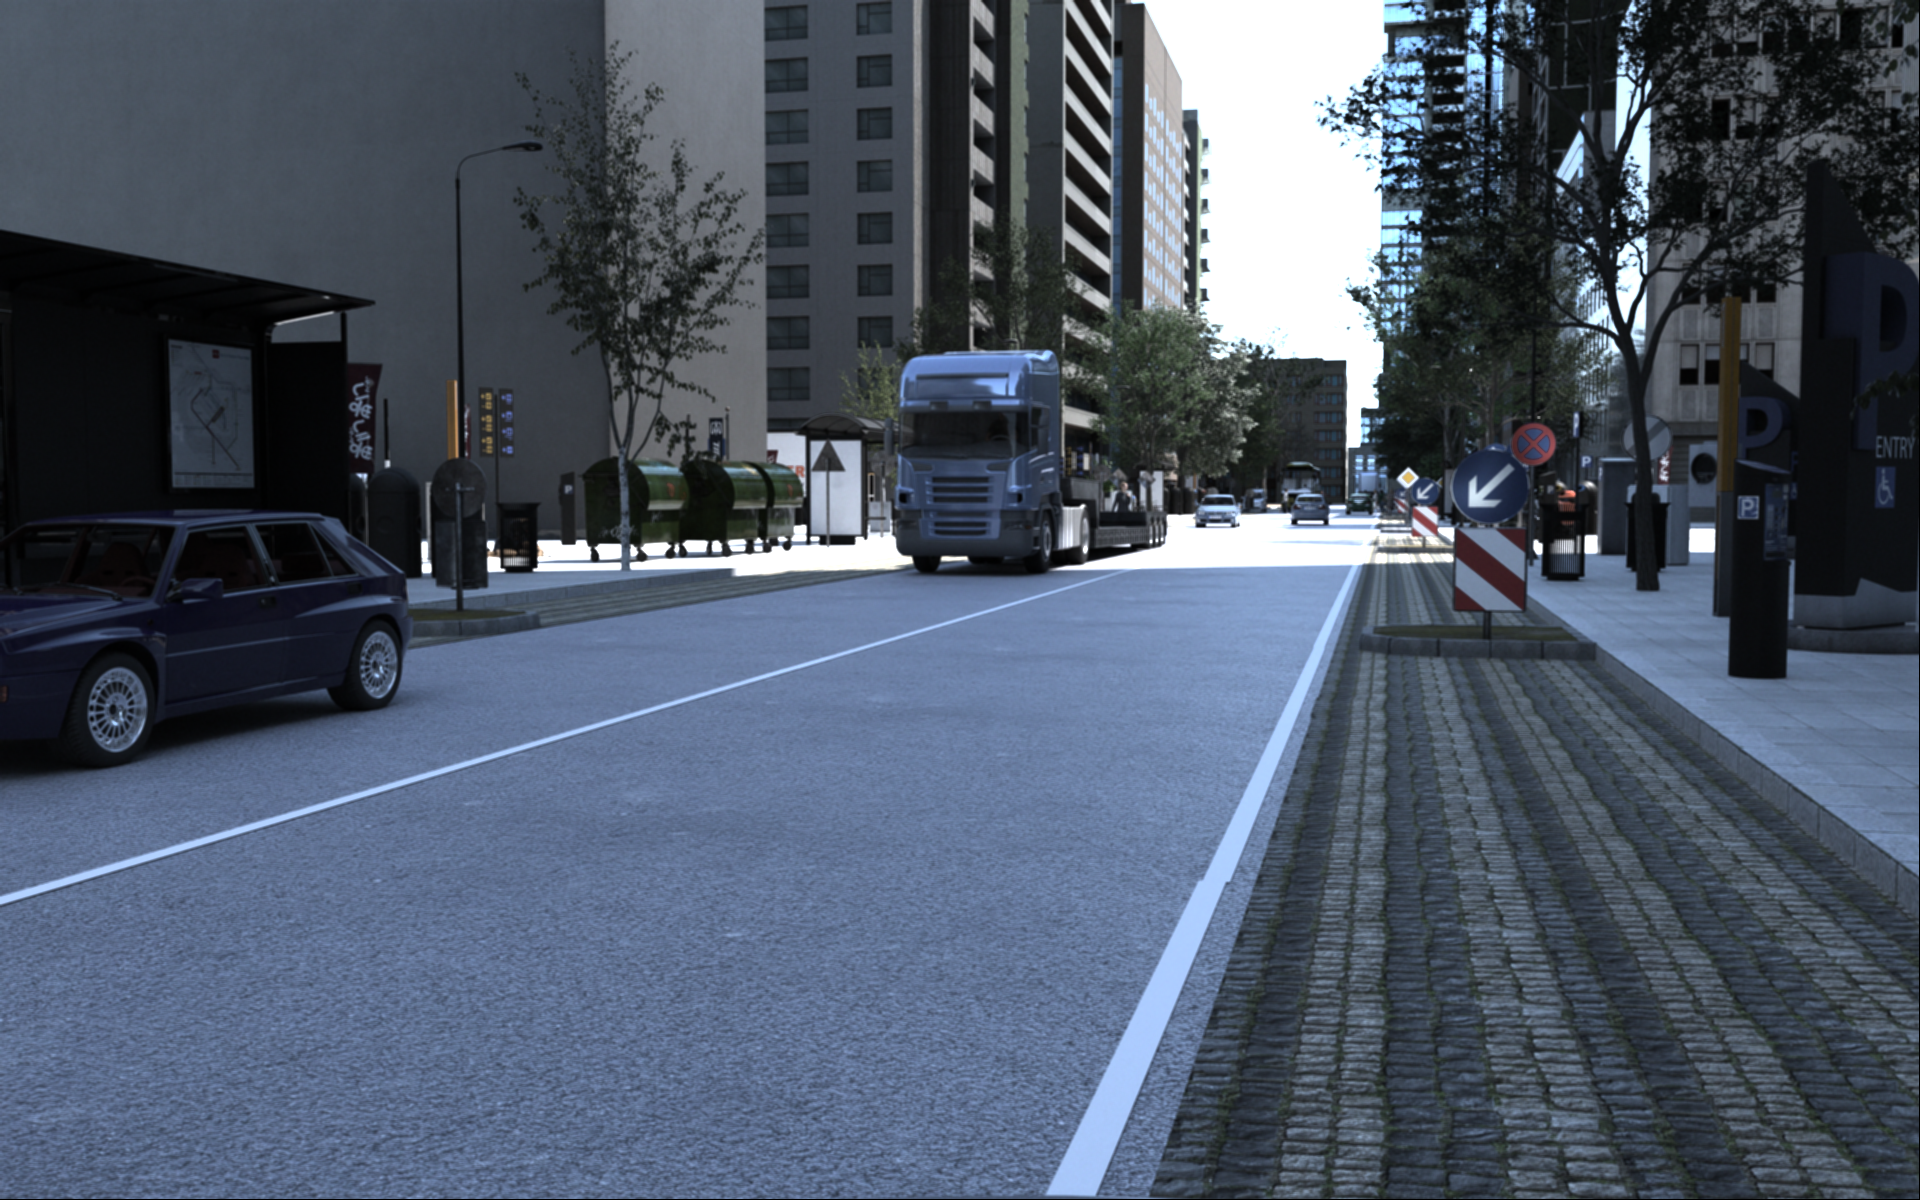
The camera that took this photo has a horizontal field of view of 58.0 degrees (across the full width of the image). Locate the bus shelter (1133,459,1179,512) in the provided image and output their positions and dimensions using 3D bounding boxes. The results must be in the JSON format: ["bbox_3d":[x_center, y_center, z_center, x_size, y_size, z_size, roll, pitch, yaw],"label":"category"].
[{"bbox_3d":[11.632,-6.654,102.712,2.014,3.302,5.546,1,4,14],"label":"bus shelter"}]

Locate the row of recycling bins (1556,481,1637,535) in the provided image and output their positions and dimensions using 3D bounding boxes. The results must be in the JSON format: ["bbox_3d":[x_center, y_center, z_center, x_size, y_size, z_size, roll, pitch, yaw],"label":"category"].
[{"bbox_3d":[19.966,-2.889,54.351,1.069,1.692,3.534,-3,5,-44],"label":"row of recycling bins"}]

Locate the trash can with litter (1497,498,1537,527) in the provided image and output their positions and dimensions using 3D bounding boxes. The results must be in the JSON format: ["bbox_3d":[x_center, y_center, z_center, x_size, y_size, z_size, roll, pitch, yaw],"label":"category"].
[{"bbox_3d":[13.315,-1.861,41.820,1.055,1.170,0.624,-3,5,-43],"label":"trash can with litter"}]

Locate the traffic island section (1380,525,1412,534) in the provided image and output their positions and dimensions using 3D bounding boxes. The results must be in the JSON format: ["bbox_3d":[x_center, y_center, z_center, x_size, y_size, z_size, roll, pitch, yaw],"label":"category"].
[{"bbox_3d":[16.594,-2.559,64.128,2.009,0.180,2.903,1,4,14],"label":"traffic island section"}]

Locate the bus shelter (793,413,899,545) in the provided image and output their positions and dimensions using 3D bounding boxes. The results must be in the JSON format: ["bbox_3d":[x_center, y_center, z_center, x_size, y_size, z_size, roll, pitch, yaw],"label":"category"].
[{"bbox_3d":[-2.539,-3.175,45.831,2.014,3.302,5.546,1,4,14],"label":"bus shelter"}]

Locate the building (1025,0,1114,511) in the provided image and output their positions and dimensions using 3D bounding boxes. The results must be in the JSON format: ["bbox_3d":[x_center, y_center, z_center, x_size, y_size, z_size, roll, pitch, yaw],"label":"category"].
[{"bbox_3d":[-1.140,-30.673,125.212,21.300,48.544,21.600,1,4,14],"label":"building"}]

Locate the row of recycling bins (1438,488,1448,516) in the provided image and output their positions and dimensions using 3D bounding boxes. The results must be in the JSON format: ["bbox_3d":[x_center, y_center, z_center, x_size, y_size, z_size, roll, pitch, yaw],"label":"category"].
[{"bbox_3d":[30.649,-6.133,107.379,1.069,1.692,3.534,0,4,-7],"label":"row of recycling bins"}]

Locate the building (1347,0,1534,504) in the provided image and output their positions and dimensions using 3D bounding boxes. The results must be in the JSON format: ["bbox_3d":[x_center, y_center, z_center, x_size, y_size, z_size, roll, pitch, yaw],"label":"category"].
[{"bbox_3d":[70.341,-56.713,239.931,31.000,86.520,22.319,1,4,14],"label":"building"}]

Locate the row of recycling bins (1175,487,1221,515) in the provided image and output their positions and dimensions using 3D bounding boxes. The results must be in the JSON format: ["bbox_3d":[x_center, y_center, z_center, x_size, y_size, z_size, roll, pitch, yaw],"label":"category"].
[{"bbox_3d":[16.132,-6.808,118.416,3.534,1.692,1.069,-3,5,-43],"label":"row of recycling bins"}]

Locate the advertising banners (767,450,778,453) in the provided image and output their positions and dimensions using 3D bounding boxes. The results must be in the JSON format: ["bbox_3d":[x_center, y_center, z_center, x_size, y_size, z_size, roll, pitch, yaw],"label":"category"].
[{"bbox_3d":[-8.243,-4.445,68.857,2.074,3.025,0.090,0,4,6],"label":"advertising banners"}]

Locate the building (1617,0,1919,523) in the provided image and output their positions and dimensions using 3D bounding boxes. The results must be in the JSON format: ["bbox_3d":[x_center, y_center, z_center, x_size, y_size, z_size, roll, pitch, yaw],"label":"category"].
[{"bbox_3d":[41.421,-16.017,79.897,19.932,24.808,12.078,1,4,14],"label":"building"}]

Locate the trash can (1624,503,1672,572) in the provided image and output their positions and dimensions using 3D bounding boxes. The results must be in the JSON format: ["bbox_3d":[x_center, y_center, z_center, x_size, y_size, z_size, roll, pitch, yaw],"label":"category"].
[{"bbox_3d":[11.370,-1.041,28.682,0.748,1.137,0.748,0,3,0],"label":"trash can"}]

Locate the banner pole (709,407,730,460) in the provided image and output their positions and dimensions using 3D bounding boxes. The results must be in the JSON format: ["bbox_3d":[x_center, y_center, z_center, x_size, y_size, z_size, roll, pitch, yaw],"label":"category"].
[{"bbox_3d":[-6.894,-3.670,50.015,0.863,3.779,0.401,2,4,26],"label":"banner pole"}]

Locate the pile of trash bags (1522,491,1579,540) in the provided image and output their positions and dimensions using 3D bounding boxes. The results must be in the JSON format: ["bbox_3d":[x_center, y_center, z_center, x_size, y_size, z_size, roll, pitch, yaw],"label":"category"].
[{"bbox_3d":[16.510,-2.379,48.647,1.912,1.369,3.447,0,4,-4],"label":"pile of trash bags"}]

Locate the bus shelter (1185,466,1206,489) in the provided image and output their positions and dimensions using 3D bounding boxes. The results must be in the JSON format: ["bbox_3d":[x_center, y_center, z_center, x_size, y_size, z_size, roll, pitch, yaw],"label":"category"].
[{"bbox_3d":[16.989,-8.136,126.952,2.014,3.302,5.546,1,4,14],"label":"bus shelter"}]

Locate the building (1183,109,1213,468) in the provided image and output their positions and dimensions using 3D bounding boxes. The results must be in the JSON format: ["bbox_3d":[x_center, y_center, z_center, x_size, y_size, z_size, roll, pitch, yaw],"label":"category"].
[{"bbox_3d":[14.431,-35.983,207.935,30.456,49.044,23.786,1,4,14],"label":"building"}]

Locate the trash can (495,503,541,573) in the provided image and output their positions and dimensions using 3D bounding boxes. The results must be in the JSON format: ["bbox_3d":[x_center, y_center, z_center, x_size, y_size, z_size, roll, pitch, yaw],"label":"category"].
[{"bbox_3d":[-7.235,-1.024,28.388,0.748,1.137,0.748,0,3,0],"label":"trash can"}]

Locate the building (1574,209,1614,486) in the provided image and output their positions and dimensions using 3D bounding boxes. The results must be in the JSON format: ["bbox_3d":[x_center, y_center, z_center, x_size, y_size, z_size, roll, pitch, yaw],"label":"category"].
[{"bbox_3d":[41.080,-14.845,97.468,10.420,20.320,16.860,1,4,14],"label":"building"}]

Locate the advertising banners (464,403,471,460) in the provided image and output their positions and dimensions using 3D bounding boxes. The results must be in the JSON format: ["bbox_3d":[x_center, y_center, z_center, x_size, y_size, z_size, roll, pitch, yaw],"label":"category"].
[{"bbox_3d":[-10.005,-2.319,34.111,0.090,3.025,2.074,-3,4,-36],"label":"advertising banners"}]

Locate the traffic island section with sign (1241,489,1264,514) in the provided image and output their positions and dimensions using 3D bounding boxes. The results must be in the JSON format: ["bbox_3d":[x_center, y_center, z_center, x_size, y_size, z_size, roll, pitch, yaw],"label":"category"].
[{"bbox_3d":[21.290,-7.241,127.014,1.989,1.847,2.006,1,4,14],"label":"traffic island section with sign"}]

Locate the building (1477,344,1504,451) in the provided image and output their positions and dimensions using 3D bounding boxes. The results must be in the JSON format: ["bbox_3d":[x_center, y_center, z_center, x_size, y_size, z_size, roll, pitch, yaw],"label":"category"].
[{"bbox_3d":[72.182,-21.165,191.082,27.650,21.520,28.899,1,4,14],"label":"building"}]

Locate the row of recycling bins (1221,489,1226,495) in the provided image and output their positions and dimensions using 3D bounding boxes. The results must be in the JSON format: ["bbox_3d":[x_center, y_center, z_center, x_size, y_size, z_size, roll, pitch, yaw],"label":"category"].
[{"bbox_3d":[21.453,-8.417,144.735,1.069,1.692,3.534,1,4,23],"label":"row of recycling bins"}]

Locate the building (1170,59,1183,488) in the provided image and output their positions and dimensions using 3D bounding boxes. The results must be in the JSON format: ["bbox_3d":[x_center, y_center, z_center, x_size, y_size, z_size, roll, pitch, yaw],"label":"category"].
[{"bbox_3d":[14.280,-31.929,172.154,14.600,45.320,14.200,1,4,14],"label":"building"}]

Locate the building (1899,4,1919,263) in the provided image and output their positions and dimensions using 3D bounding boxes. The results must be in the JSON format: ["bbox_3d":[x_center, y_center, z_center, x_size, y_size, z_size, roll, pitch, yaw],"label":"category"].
[{"bbox_3d":[31.931,-26.580,23.819,28.713,52.752,27.495,1,4,14],"label":"building"}]

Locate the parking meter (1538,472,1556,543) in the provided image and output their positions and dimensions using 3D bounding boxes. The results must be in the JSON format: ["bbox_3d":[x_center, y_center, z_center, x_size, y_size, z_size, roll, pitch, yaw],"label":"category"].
[{"bbox_3d":[15.267,-2.407,45.066,0.399,1.863,0.255,-1,4,-16],"label":"parking meter"}]

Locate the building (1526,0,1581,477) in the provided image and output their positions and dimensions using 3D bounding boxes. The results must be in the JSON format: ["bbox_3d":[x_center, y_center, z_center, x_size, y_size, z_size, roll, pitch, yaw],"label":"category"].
[{"bbox_3d":[59.379,-43.641,151.790,20.563,71.187,20.611,1,4,14],"label":"building"}]

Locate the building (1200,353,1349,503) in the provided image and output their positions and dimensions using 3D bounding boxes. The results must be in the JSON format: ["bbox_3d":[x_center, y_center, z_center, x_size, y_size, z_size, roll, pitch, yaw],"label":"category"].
[{"bbox_3d":[41.542,-24.931,252.660,28.899,21.520,27.650,1,4,14],"label":"building"}]

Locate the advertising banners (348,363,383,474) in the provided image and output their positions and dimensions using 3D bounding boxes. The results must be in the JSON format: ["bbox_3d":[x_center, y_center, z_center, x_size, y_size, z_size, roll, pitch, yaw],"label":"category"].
[{"bbox_3d":[-8.650,-1.629,22.819,2.074,3.025,0.090,-2,4,-29],"label":"advertising banners"}]

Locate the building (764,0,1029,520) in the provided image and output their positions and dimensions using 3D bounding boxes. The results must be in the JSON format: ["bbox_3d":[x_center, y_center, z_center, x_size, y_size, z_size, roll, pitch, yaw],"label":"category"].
[{"bbox_3d":[-4.641,-19.578,91.807,14.160,30.474,14.107,1,4,14],"label":"building"}]

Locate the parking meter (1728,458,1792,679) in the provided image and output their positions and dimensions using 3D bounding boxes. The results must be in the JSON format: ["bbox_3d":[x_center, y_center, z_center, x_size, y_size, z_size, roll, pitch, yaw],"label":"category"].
[{"bbox_3d":[5.613,-0.229,12.149,0.372,1.533,0.369,0,3,0],"label":"parking meter"}]

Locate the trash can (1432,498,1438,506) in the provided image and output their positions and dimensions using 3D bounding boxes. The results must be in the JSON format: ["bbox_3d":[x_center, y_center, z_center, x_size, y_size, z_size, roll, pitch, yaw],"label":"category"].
[{"bbox_3d":[37.721,-7.674,137.122,0.748,1.137,0.748,0,3,0],"label":"trash can"}]

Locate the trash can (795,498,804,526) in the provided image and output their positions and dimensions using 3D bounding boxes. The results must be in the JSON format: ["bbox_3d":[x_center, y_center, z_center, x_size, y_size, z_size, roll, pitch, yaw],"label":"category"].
[{"bbox_3d":[-6.615,-3.553,69.750,0.748,1.137,0.748,0,3,0],"label":"trash can"}]

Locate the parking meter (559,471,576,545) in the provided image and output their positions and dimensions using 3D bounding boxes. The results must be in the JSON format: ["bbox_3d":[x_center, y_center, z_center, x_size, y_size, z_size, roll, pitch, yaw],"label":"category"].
[{"bbox_3d":[-9.817,-2.300,43.312,0.399,1.863,0.255,-1,4,-21],"label":"parking meter"}]

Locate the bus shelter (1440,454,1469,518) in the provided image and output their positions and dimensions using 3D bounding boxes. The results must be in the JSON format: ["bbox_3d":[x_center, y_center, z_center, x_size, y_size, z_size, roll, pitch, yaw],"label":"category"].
[{"bbox_3d":[26.063,-5.887,90.176,2.014,3.302,5.546,1,4,14],"label":"bus shelter"}]

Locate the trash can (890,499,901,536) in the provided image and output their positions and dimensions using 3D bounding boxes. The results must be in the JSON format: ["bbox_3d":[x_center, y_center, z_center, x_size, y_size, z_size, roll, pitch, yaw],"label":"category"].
[{"bbox_3d":[-1.695,-2.395,50.818,0.748,1.137,0.748,0,3,0],"label":"trash can"}]

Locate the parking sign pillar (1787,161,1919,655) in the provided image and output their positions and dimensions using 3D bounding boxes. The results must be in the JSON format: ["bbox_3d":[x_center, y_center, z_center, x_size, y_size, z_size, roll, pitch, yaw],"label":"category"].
[{"bbox_3d":[7.523,-1.588,14.438,1.447,3.967,1.447,-3,4,-37],"label":"parking sign pillar"}]

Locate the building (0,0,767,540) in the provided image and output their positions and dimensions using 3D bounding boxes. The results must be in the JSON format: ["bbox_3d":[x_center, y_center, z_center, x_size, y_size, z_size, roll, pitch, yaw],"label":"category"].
[{"bbox_3d":[-19.518,-16.102,56.768,24.014,27.812,14.314,1,4,14],"label":"building"}]

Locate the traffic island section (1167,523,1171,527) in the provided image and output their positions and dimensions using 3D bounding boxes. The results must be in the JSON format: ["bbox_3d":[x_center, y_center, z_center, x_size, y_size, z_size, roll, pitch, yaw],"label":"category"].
[{"bbox_3d":[7.982,-3.192,74.474,2.009,0.180,2.903,1,4,14],"label":"traffic island section"}]

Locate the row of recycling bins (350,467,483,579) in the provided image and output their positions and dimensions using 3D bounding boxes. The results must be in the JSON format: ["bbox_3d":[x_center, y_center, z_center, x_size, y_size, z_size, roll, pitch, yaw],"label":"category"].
[{"bbox_3d":[-9.081,-1.194,26.633,3.534,1.692,1.069,0,4,1],"label":"row of recycling bins"}]

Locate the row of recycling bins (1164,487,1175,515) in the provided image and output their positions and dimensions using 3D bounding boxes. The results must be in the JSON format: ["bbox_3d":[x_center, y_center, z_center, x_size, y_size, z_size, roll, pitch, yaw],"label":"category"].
[{"bbox_3d":[12.584,-6.434,112.311,1.069,1.692,3.534,2,4,29],"label":"row of recycling bins"}]

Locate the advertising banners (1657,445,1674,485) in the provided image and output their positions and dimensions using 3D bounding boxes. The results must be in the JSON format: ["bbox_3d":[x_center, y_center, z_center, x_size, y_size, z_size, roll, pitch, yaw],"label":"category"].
[{"bbox_3d":[24.592,-4.052,62.443,2.074,3.025,0.090,1,4,16],"label":"advertising banners"}]

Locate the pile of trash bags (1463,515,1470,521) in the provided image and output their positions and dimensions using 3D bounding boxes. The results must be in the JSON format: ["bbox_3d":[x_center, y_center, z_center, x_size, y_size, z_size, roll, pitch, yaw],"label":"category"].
[{"bbox_3d":[23.991,-4.307,80.168,1.912,1.369,3.447,0,3,0],"label":"pile of trash bags"}]

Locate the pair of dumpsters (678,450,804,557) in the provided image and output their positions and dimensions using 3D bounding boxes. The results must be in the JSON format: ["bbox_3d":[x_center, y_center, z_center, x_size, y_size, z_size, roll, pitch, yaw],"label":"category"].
[{"bbox_3d":[-4.758,-2.110,36.987,1.574,2.255,4.437,1,4,14],"label":"pair of dumpsters"}]

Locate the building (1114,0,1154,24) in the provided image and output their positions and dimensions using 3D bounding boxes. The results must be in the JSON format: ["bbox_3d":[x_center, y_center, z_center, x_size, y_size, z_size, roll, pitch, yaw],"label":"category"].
[{"bbox_3d":[10.803,-31.066,158.045,14.600,45.320,14.200,1,4,14],"label":"building"}]

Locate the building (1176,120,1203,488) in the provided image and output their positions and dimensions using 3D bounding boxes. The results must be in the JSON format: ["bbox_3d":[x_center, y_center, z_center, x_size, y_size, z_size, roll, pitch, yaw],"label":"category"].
[{"bbox_3d":[18.162,-30.732,186.067,14.154,41.232,14.086,1,4,14],"label":"building"}]

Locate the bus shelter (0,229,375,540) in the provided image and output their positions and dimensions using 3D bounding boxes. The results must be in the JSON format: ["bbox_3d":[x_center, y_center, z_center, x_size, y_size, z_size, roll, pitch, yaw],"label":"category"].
[{"bbox_3d":[-8.674,-1.657,18.374,1.731,3.624,6.357,1,4,14],"label":"bus shelter"}]

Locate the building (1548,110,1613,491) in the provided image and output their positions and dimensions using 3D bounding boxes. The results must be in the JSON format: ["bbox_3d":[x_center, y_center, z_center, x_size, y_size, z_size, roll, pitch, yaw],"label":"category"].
[{"bbox_3d":[46.578,-18.192,115.467,12.078,24.808,19.932,1,4,14],"label":"building"}]

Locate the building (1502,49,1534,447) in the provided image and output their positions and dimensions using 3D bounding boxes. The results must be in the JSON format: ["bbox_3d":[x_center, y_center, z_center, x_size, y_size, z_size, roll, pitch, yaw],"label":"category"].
[{"bbox_3d":[61.407,-31.837,170.645,14.600,45.320,14.200,1,4,14],"label":"building"}]

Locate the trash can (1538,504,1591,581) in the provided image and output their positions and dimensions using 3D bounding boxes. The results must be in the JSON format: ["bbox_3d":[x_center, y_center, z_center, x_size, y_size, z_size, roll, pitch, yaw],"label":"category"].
[{"bbox_3d":[8.968,-0.861,25.732,0.748,1.137,0.748,0,3,0],"label":"trash can"}]

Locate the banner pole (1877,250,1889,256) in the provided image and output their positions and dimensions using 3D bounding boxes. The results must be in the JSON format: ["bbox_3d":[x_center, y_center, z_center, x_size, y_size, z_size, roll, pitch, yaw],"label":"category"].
[{"bbox_3d":[9.357,-1.715,18.058,0.401,3.779,0.863,-1,4,-20],"label":"banner pole"}]

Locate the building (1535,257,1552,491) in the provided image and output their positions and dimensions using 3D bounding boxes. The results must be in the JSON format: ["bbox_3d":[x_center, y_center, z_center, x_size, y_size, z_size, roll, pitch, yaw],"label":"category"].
[{"bbox_3d":[51.100,-18.548,132.940,12.332,23.373,15.834,1,4,14],"label":"building"}]

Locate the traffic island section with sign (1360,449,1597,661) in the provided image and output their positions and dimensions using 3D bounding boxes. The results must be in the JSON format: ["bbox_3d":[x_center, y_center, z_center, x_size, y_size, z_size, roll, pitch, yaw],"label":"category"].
[{"bbox_3d":[4.718,-0.447,15.944,1.989,1.847,2.006,1,4,14],"label":"traffic island section with sign"}]
